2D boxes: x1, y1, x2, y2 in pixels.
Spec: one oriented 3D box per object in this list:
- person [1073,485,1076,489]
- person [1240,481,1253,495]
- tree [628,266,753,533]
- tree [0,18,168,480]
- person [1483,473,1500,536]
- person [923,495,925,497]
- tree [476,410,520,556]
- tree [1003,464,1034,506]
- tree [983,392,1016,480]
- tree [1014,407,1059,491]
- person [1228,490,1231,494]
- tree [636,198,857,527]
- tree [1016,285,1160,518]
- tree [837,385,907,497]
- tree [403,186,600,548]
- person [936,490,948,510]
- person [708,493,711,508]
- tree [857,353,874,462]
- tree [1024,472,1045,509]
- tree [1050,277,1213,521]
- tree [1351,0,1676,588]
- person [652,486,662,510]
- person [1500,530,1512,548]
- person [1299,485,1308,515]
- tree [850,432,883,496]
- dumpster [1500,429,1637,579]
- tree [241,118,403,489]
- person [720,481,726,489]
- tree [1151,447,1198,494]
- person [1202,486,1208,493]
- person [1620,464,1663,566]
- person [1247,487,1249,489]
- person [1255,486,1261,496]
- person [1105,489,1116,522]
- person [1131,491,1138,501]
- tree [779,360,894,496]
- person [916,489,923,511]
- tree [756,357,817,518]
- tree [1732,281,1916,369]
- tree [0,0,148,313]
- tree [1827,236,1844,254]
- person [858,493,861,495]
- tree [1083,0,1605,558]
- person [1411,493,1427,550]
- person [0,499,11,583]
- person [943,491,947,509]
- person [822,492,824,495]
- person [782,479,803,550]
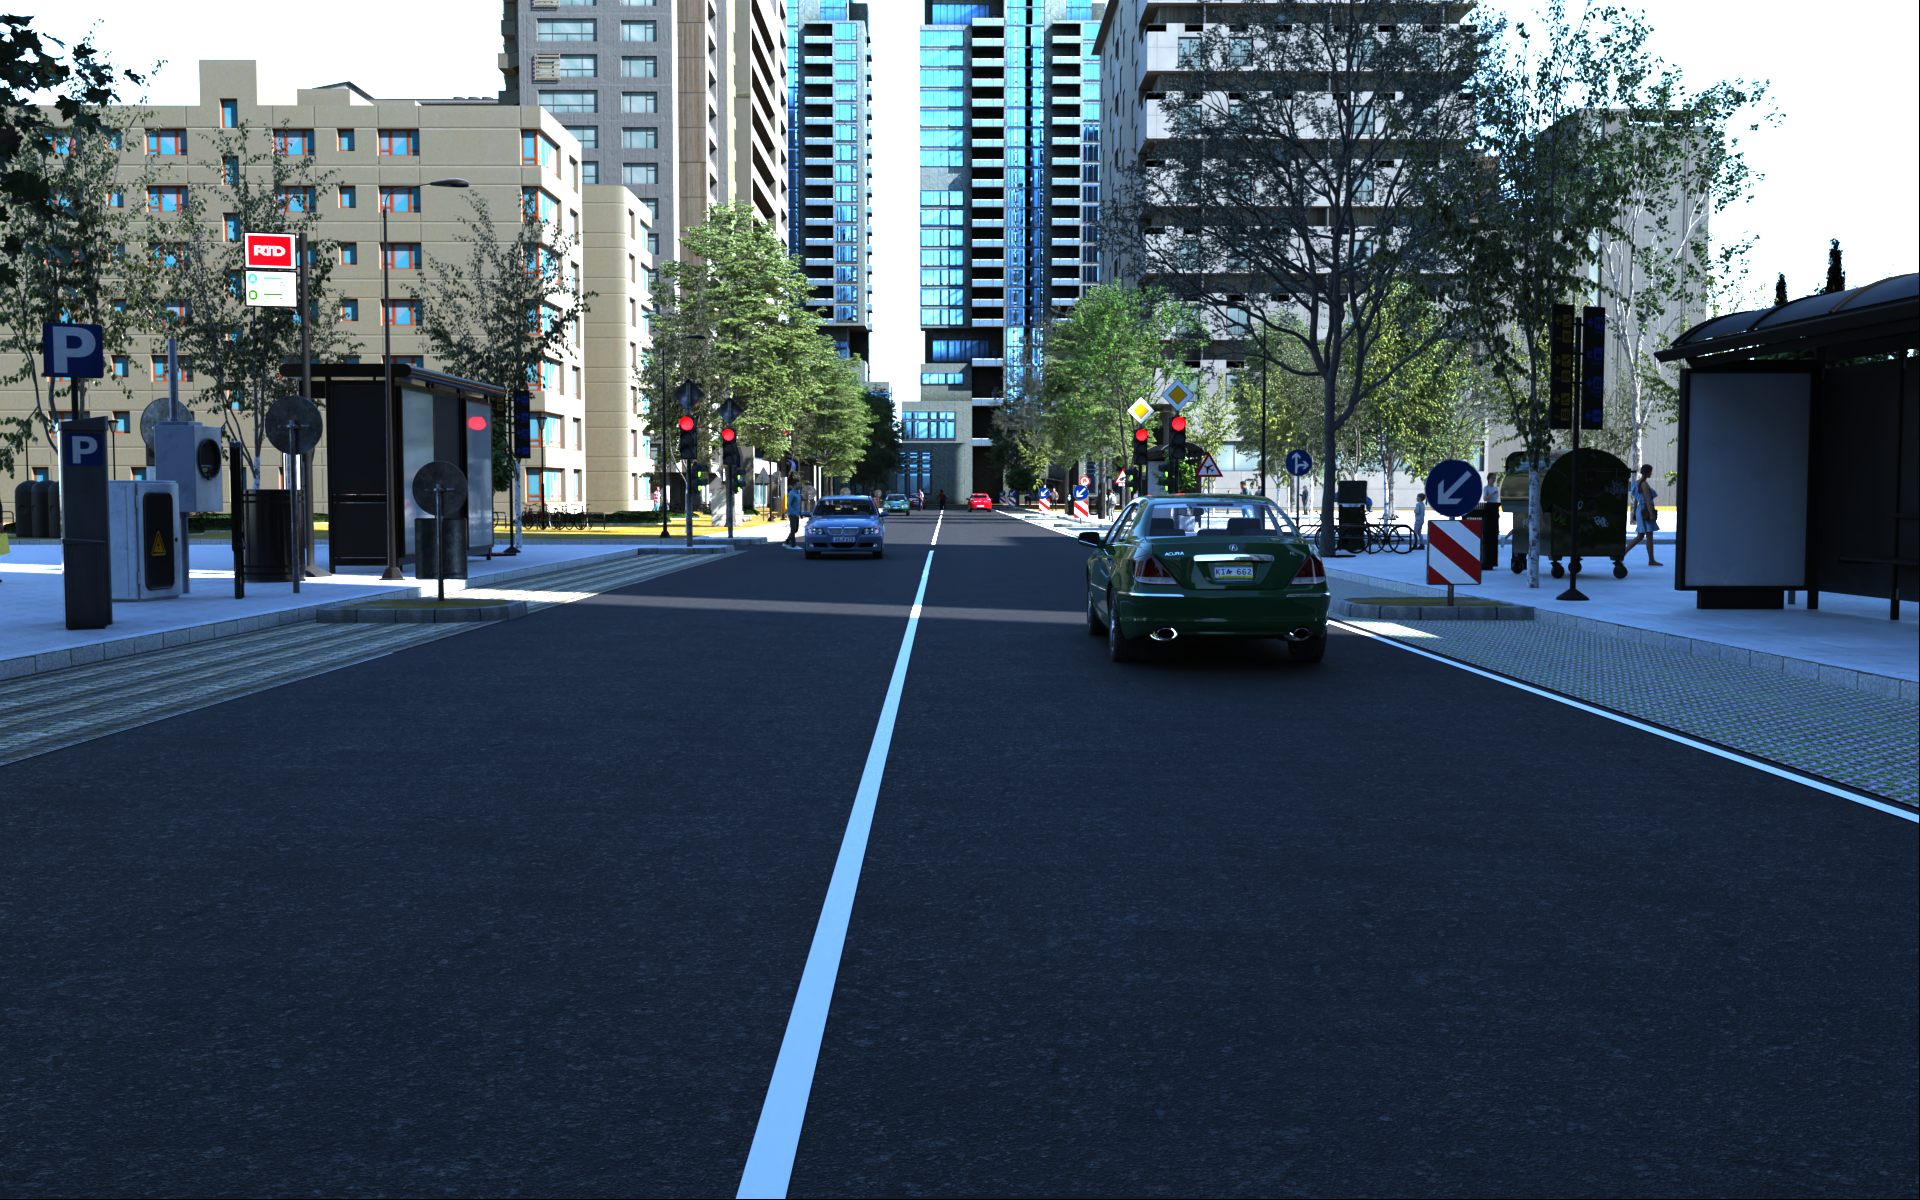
[{"bbox_3d":[6.899,-5.995,104.040,0.573,1.828,0.580,-2,4,-25],"label":"person"},{"bbox_3d":[10.874,-3.647,66.025,0.721,1.781,0.623,-1,4,-19],"label":"person"},{"bbox_3d":[-8.945,-6.501,56.650,4.360,8.622,3.978,0,3,0],"label":"tree"},{"bbox_3d":[-14.091,-4.714,27.430,4.360,8.622,3.978,0,3,0],"label":"tree"},{"bbox_3d":[11.712,-1.921,38.020,0.480,1.755,0.524,-2,4,-33],"label":"person"},{"bbox_3d":[-4.471,-11.424,195.994,1.217,1.735,0.721,0,4,7],"label":"person"},{"bbox_3d":[-9.731,-2.540,36.127,1.663,3.219,1.824,0,3,0],"label":"tree"},{"bbox_3d":[6.329,-12.318,185.105,4.285,4.588,4.351,0,3,0],"label":"tree"},{"bbox_3d":[6.143,-16.839,193.448,7.486,12.596,7.792,0,3,0],"label":"tree"},{"bbox_3d":[6.703,-11.707,141.764,4.737,8.622,4.395,0,3,0],"label":"tree"},{"bbox_3d":[16.833,-6.117,108.654,0.523,1.515,0.503,-2,4,-32],"label":"person"},{"bbox_3d":[-8.517,-9.113,67.117,7.486,12.596,7.792,0,3,0],"label":"tree"},{"bbox_3d":[7.450,-10.782,94.417,7.486,12.596,7.792,0,3,0],"label":"tree"},{"bbox_3d":[-10.627,-18.060,201.935,9.857,13.997,8.962,0,3,0],"label":"tree"},{"bbox_3d":[-10.705,-5.530,40.782,4.360,8.622,3.978,0,3,0],"label":"tree"},{"bbox_3d":[-1.629,-9.036,156.171,1.348,1.831,0.705,3,4,37],"label":"person"},{"bbox_3d":[-15.828,-6.288,110.660,0.589,1.601,0.330,-2,4,-33],"label":"person"},{"bbox_3d":[-9.836,-12.571,123.666,7.486,12.596,7.792,0,3,0],"label":"tree"},{"bbox_3d":[6.624,-9.418,148.586,1.663,3.219,1.824,0,3,0],"label":"tree"},{"bbox_3d":[8.062,-9.540,81.739,9.928,11.665,9.643,0,3,0],"label":"tree"},{"bbox_3d":[7.606,-4.469,23.437,4.360,8.622,3.978,0,3,0],"label":"tree"},{"bbox_3d":[-17.071,-5.534,97.362,0.643,1.720,0.563,1,4,19],"label":"person"},{"bbox_3d":[12.989,-2.048,40.278,0.760,1.731,0.466,0,4,-2],"label":"person"},{"bbox_3d":[20.906,-6.062,105.340,0.590,1.801,0.661,-1,4,-9],"label":"person"},{"bbox_3d":[-10.162,-14.796,192.277,4.360,8.622,3.978,0,3,0],"label":"tree"},{"bbox_3d":[9.460,-1.497,26.966,1.502,2.255,1.985,0,4,-1],"label":"dumpster"},{"bbox_3d":[-13.901,-5.085,33.501,4.360,8.622,3.978,0,3,0],"label":"tree"},{"bbox_3d":[-9.607,-3.950,70.654,0.581,1.822,0.654,1,4,19],"label":"person"},{"bbox_3d":[7.573,-4.090,61.467,1.663,3.219,1.824,0,3,0],"label":"tree"},{"bbox_3d":[15.096,-6.129,106.509,0.793,1.790,0.793,-2,4,-23],"label":"person"},{"bbox_3d":[12.122,-1.506,30.754,0.778,1.811,0.616,0,4,6],"label":"person"},{"bbox_3d":[20.798,-7.318,125.867,0.537,1.800,0.526,1,4,14],"label":"person"},{"bbox_3d":[18.157,-6.041,105.158,0.623,1.781,0.721,-2,4,-24],"label":"person"},{"bbox_3d":[6.879,-4.298,78.905,0.523,1.515,0.503,0,4,8],"label":"person"},{"bbox_3d":[12.282,-6.978,120.809,0.731,1.740,0.598,2,4,28],"label":"person"},{"bbox_3d":[-10.250,-12.799,135.011,9.928,11.665,9.643,0,3,0],"label":"tree"},{"bbox_3d":[-3.425,-8.386,145.486,0.599,1.838,0.709,-3,4,-37],"label":"person"},{"bbox_3d":[-9.413,-8.622,91.331,4.360,8.622,3.978,0,3,0],"label":"tree"},{"bbox_3d":[13.208,-2.641,26.894,4.285,4.588,4.351,0,3,0],"label":"tree"},{"bbox_3d":[-9.260,-5.621,8.905,9.611,12.733,9.660,0,3,0],"label":"tree"},{"bbox_3d":[50.962,-11.329,87.053,18.604,14.587,13.155,-2,4,-29],"label":"tree"},{"bbox_3d":[-10.514,-10.560,181.935,0.421,1.427,0.697,-3,5,-40],"label":"person"},{"bbox_3d":[7.614,-7.618,34.930,12.009,13.543,11.850,0,3,0],"label":"tree"},{"bbox_3d":[10.537,-1.806,39.846,0.394,1.301,0.425,2,4,24],"label":"person"},{"bbox_3d":[-14.243,-1.121,24.595,1.509,1.804,0.699,1,4,21],"label":"person"},{"bbox_3d":[-1.635,-9.780,169.213,0.445,1.727,0.742,2,4,28],"label":"person"},{"bbox_3d":[-15.422,-11.669,197.496,0.621,1.740,0.551,2,4,24],"label":"person"},{"bbox_3d":[-4.336,-2.220,44.823,0.620,1.820,0.660,1,4,11],"label":"person"}]
